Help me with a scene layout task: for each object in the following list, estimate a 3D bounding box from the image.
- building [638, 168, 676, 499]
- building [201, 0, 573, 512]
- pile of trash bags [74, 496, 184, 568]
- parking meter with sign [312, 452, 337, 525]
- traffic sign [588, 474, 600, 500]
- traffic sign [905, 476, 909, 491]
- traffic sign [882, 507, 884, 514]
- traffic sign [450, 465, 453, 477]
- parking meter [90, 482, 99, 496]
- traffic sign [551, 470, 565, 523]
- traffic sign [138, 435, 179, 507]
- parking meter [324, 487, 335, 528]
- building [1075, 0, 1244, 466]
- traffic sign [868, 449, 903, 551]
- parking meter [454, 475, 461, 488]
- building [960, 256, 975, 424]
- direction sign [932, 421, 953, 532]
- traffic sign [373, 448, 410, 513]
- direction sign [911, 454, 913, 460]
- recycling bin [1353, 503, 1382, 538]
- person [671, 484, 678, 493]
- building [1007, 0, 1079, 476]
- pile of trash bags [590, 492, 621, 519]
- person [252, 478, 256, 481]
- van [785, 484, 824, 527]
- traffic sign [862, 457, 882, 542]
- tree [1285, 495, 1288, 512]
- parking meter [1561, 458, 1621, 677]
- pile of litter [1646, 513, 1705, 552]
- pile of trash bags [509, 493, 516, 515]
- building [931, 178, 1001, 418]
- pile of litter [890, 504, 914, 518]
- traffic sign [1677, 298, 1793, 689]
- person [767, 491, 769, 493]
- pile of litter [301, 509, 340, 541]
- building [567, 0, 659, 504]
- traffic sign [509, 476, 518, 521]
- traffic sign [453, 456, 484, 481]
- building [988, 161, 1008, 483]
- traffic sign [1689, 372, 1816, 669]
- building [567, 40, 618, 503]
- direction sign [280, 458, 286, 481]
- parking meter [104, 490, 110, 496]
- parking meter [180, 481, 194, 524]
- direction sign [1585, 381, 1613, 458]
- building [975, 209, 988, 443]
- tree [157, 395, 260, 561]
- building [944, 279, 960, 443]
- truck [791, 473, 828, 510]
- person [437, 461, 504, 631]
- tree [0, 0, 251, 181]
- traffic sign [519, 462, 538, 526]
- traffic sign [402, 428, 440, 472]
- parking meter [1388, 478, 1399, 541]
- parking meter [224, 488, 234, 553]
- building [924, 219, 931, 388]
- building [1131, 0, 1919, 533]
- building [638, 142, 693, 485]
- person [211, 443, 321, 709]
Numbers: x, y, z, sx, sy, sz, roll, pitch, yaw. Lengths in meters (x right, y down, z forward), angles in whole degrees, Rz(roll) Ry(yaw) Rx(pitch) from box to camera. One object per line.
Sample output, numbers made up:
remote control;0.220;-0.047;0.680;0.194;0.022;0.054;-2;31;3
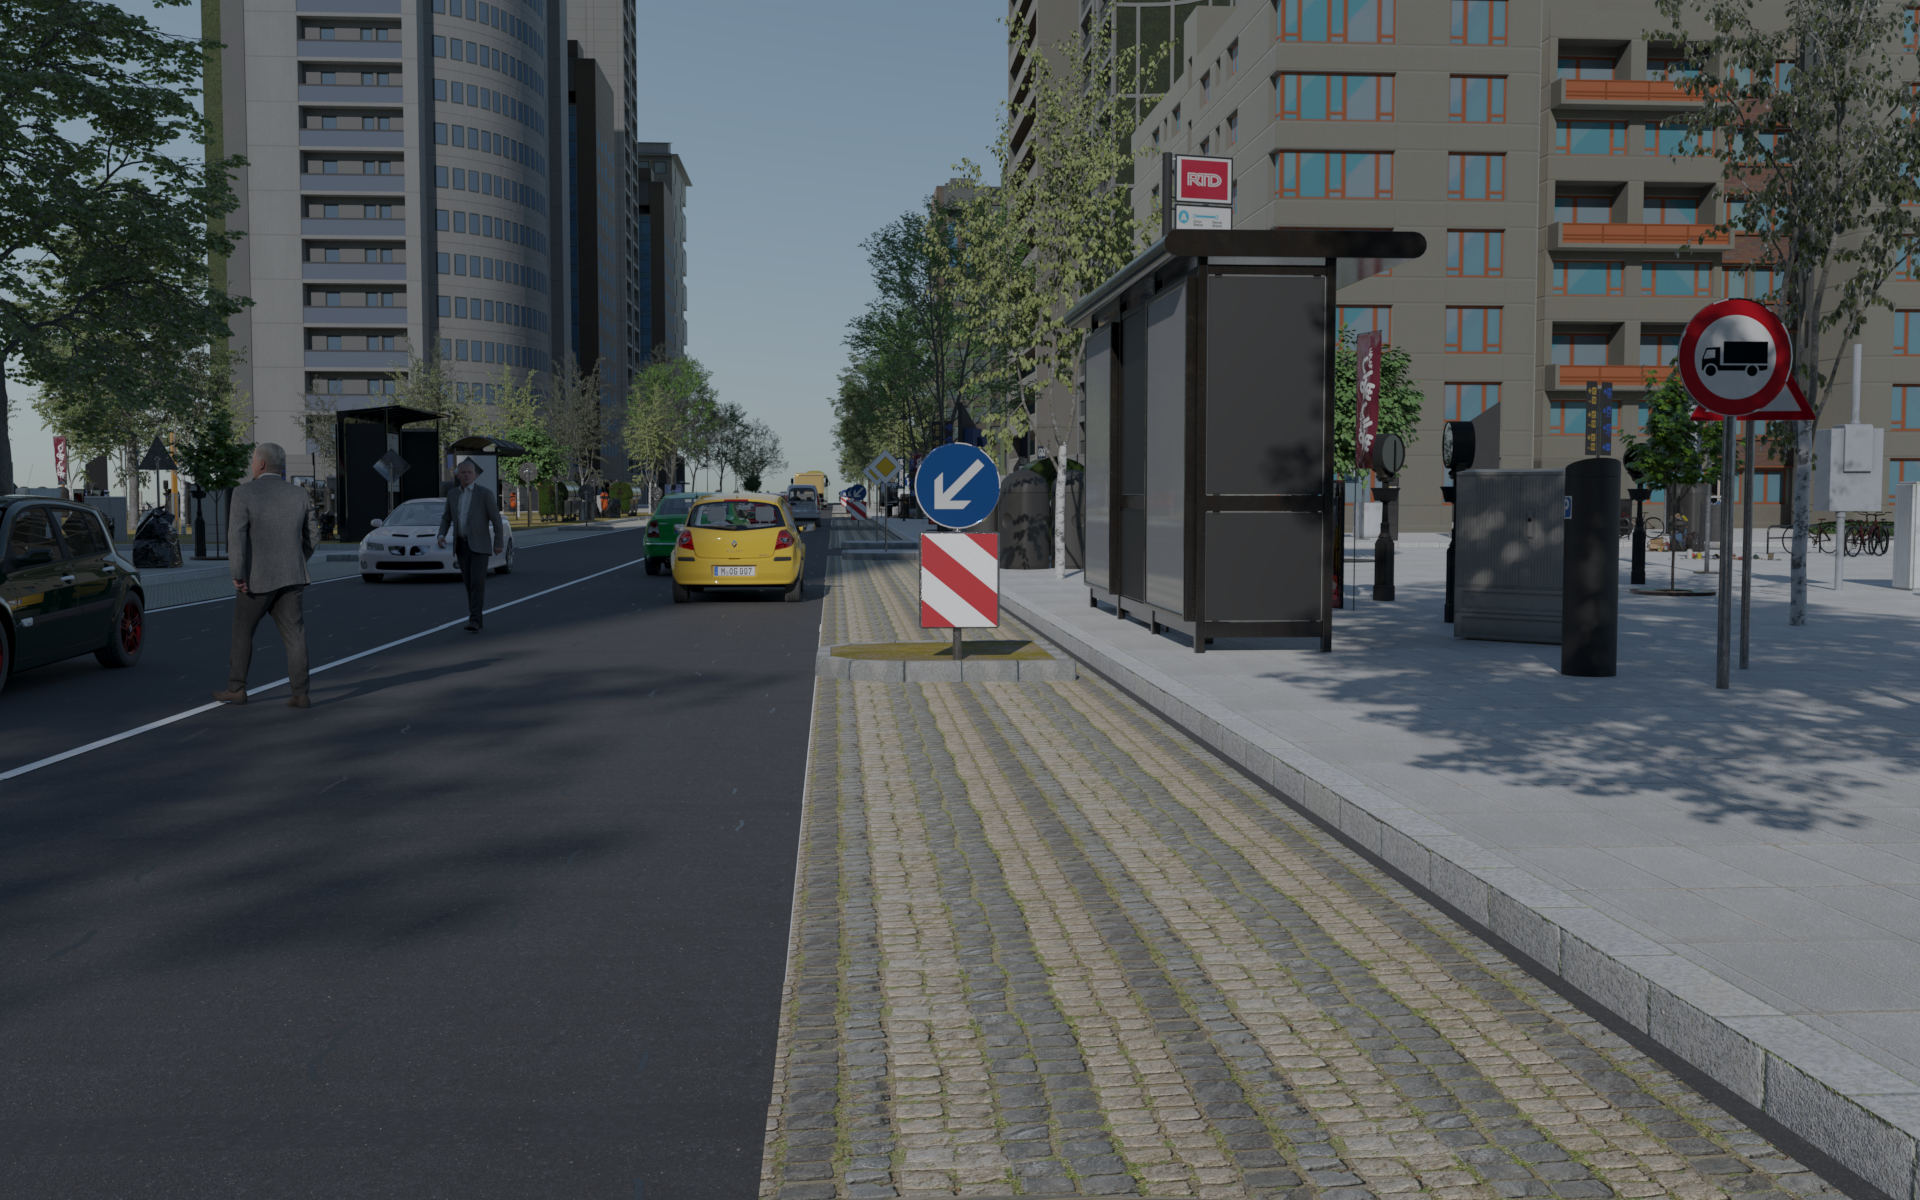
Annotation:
building;-47.298;-36.148;241.127;14.600;45.320;14.200;0;4;-4
building;-42.607;-36.095;132.158;21.231;58.520;28.212;0;4;-4
pile of trash bags;-15.417;-1.265;30.432;3.447;1.369;1.912;-1;4;-10
parking meter with sign;-26.189;-4.672;72.642;1.738;3.016;0.543;-1;4;-15
traffic sign;-23.197;-6.716;109.910;0.768;2.556;0.104;0;4;0
traffic sign;-3.601;-7.450;121.906;0.768;2.556;0.104;0;4;-4
traffic sign;-4.880;-6.704;109.721;0.768;2.556;0.104;0;4;4
traffic sign;-19.539;-4.132;67.661;0.768;2.556;0.104;0;4;4
parking meter;-42.177;-4.814;84.426;0.399;1.863;0.255;2;4;33
traffic sign;-18.048;-4.731;77.459;0.768;2.556;0.104;0;4;1
traffic sign;-17.786;-2.350;38.429;0.884;2.594;0.081;0;4;-3
parking meter;-23.940;-3.509;65.776;0.372;1.533;0.369;0;3;0
building;16.895;-41.050;109.420;20.563;71.187;20.611;0;4;-4
traffic sign;-1.658;-2.141;38.647;0.795;2.450;0.064;0;4;-4
parking meter;-15.604;-2.967;54.229;0.399;1.863;0.255;-1;4;-21
building;7.875;-25.023;180.833;14.160;30.474;14.107;0;4;-4
direction sign;-0.543;-3.772;53.667;0.876;3.537;0.379;3;5;43
traffic sign;-12.425;-2.095;37.890;0.795;2.450;0.064;0;4;-4
direction sign;-2.521;-6.512;98.469;0.379;3.537;0.876;-3;4;-36
recycling bin;12.006;-2.345;50.895;0.722;1.027;0.722;0;4;-5
person;-10.293;-3.277;62.357;0.678;1.792;0.850;-2;4;-35
building;15.364;-31.238;134.450;21.300;48.544;21.600;0;4;-4
pile of trash bags;-18.871;-5.003;91.552;1.912;1.369;3.447;-1;4;-16
person;-12.338;-1.301;30.525;0.760;1.731;0.466;2;4;28
van;-7.033;-4.286;77.096;2.013;2.044;4.112;0;4;-5
traffic sign;-2.235;-2.628;46.611;0.795;2.450;0.064;0;4;-4
tree;16.813;-5.764;88.846;1.663;3.219;1.824;0;3;0
parking meter;4.466;-0.235;12.259;0.372;1.533;0.369;0;3;0
pile of litter;15.906;-1.514;38.726;1.719;0.858;1.176;1;4;12
pile of trash bags;-28.003;-5.719;103.257;3.447;1.369;1.912;-1;4;-21
building;3.154;-36.398;245.217;14.600;45.320;14.200;0;4;-4
pile of litter;-3.070;-4.799;92.429;1.176;0.858;1.719;-1;4;-22
traffic sign;5.031;-0.688;11.348;0.768;2.556;0.104;0;4;-3
person;-16.970;-8.758;152.370;1.217;1.739;0.721;2;4;32
pile of litter;-17.729;-2.070;47.815;1.176;0.858;1.719;-1;4;-19
building;-49.864;-47.963;222.451;20.563;71.187;20.611;0;4;-4
traffic sign;-21.399;-5.104;83.560;0.768;2.556;0.104;0;4;1
traffic sign;-13.003;-2.582;45.854;0.795;2.450;0.064;0;4;-4
building;10.363;-23.294;152.565;14.160;30.474;14.107;0;4;-4
traffic sign;5.749;-0.772;12.626;0.884;2.594;0.081;0;4;5
building;-42.642;-32.112;175.146;14.600;45.320;14.200;0;4;-4
direction sign;-39.805;-6.691;101.397;0.379;3.537;0.876;2;4;26
parking meter;-51.781;-5.912;105.069;0.372;1.533;0.369;0;3;0
parking meter;-32.745;-4.134;73.302;0.399;1.863;0.255;1;4;18
direction sign;12.881;-2.629;34.980;0.876;3.537;0.379;-3;4;-37
building;9.364;-24.154;166.611;14.160;30.474;14.107;0;4;-4
tree;-14.395;-2.394;33.742;1.663;3.219;1.824;0;3;0
building;4.774;-28.106;231.235;14.160;30.474;14.107;0;4;-4
truck;-13.669;-9.860;157.137;3.469;3.379;9.791;0;4;-5
person;-5.138;-0.563;18.110;0.661;1.777;0.834;0;4;1
tree;-14.702;-6.559;25.368;7.486;12.596;7.792;0;3;0
traffic sign;-17.165;-4.204;68.846;0.768;2.556;0.104;0;4;5
traffic sign;-17.206;-3.651;53.564;2.265;3.308;0.079;0;4;4
parking meter;11.895;-2.559;47.551;0.255;1.863;0.399;1;4;21
parking meter;-15.840;-1.796;37.779;0.372;1.533;0.369;0;3;0
building;5.882;-37.469;267.235;22.147;44.769;28.867;0;4;-4
building;23.666;-13.831;71.170;28.899;21.520;27.650;0;4;-4
building;-55.619;-41.135;261.789;28.713;52.752;27.495;0;4;-4
person;-4.717;-0.173;11.734;0.834;1.777;0.661;2;4;32
